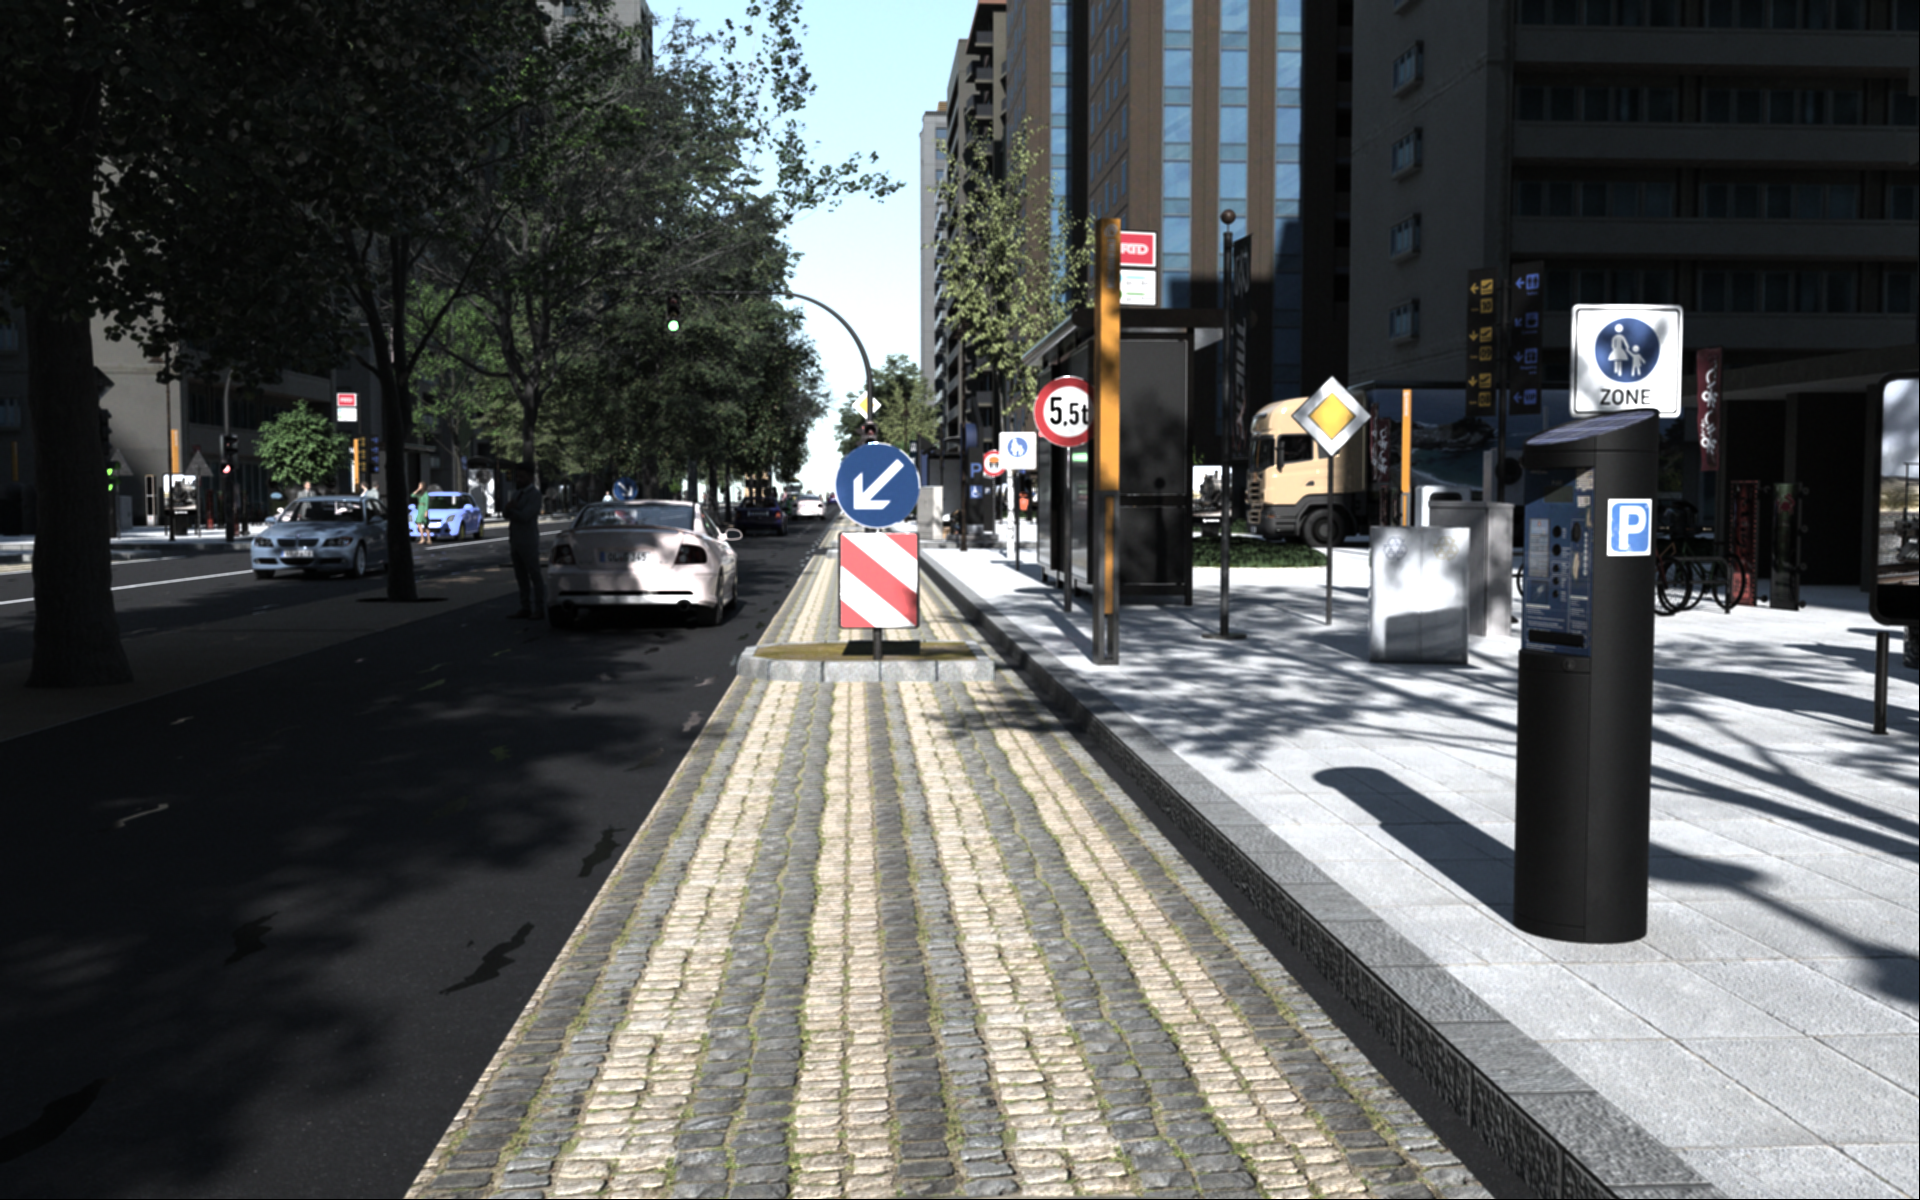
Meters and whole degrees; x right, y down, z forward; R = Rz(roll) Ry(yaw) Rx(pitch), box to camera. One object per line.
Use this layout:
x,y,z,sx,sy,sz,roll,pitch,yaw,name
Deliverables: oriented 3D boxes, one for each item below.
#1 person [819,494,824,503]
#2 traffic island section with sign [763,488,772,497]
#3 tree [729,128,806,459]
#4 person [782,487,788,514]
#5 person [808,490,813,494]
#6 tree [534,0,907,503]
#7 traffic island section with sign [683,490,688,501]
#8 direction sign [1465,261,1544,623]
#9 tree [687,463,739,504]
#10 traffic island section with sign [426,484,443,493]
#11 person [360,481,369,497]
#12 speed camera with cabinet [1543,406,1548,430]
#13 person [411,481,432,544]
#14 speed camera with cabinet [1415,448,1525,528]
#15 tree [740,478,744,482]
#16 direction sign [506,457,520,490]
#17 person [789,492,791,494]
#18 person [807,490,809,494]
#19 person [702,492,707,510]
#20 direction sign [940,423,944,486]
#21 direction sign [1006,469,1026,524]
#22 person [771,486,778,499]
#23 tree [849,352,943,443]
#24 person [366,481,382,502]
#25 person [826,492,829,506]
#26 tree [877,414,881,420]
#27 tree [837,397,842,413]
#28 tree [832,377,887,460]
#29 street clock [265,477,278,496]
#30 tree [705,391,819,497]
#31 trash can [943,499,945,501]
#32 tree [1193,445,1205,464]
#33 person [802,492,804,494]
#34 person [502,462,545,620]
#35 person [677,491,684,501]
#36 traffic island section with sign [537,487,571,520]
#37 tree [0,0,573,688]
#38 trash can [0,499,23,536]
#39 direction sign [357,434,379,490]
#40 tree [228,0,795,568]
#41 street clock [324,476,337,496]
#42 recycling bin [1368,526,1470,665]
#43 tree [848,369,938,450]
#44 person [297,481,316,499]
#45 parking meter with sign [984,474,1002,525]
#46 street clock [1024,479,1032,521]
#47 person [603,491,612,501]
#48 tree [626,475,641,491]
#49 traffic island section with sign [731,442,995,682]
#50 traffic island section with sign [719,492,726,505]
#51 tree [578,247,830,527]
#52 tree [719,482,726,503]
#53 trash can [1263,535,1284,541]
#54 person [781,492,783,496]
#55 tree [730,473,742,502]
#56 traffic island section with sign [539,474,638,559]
-10.802,-7.469,133.885,0.557,1.426,1.065,-3,4,-39,person
-13.527,-6.930,121.440,2.006,1.907,1.989,0,4,-4,traffic island section with sign
-9.031,-8.644,50.441,9.857,13.997,8.962,0,3,0,tree
-9.770,-5.368,96.282,0.388,1.821,0.555,-1,4,-19,person
-12.572,-8.389,145.757,1.348,1.812,0.705,0,4,6,person
-8.666,-12.522,63.085,12.611,20.169,13.585,0,3,0,tree
-27.321,-10.048,172.910,1.989,1.847,2.006,0,4,-4,traffic island section with sign
5.393,-1.544,17.239,0.379,3.537,0.876,-2,4,-35,direction sign
-34.449,-19.365,234.750,7.486,12.596,7.792,0,3,0,tree
-20.861,-3.662,68.506,1.989,1.847,2.006,0,4,-4,traffic island section with sign
-18.200,-2.733,53.200,0.654,1.822,0.581,-2,4,-27,person
13.880,-2.749,39.286,2.038,3.252,0.660,0,4,0,speed camera with cabinet
-15.254,-2.479,49.287,0.600,1.795,0.529,3,5,39,person
10.178,-2.462,34.583,2.038,3.252,0.660,0,4,-1,speed camera with cabinet
-35.566,-21.236,265.341,7.486,12.596,7.792,0,3,0,tree
-27.590,-7.035,107.016,0.876,3.537,0.379,0,4,2,direction sign
-22.349,-13.323,227.042,1.217,1.736,0.721,-3,5,-42,person
-15.127,-10.053,172.883,1.348,1.822,0.705,3,5,39,person
-22.414,-8.663,151.616,0.415,1.643,0.593,-3,4,-36,person
-0.582,-3.885,55.519,0.379,3.537,0.876,0,4,6,direction sign
2.362,-4.967,73.212,0.876,3.537,0.379,-1,4,-13,direction sign
-9.338,-4.793,86.873,0.388,1.821,0.555,2,4,26,person
-4.797,-13.505,138.927,7.486,12.596,7.792,0,3,0,tree
-16.687,-2.498,49.435,0.635,1.810,0.391,2,4,32,person
-15.847,-12.033,205.957,0.721,1.735,1.217,0,4,-1,person
-6.032,-12.273,151.027,4.360,8.622,3.978,0,3,0,tree
-11.532,-10.567,85.593,12.009,13.543,11.850,0,3,0,tree
-8.935,-16.993,184.484,9.857,13.997,8.962,0,3,0,tree
-29.582,-4.276,74.489,0.358,2.002,0.471,2,4,35,street clock
-12.884,-10.508,108.670,8.767,10.594,7.601,0,4,-4,tree
-0.827,-2.612,54.366,0.748,1.137,0.748,0,3,0,trash can
9.162,-4.500,68.183,1.663,3.219,1.824,0,3,0,tree
-20.792,-13.423,228.692,1.217,1.736,0.721,0,4,6,person
-5.020,-0.681,19.811,0.511,1.800,0.466,2,4,29,person
-24.539,-8.733,151.999,0.721,1.736,1.217,-3,5,-40,person
-22.523,-5.308,95.410,1.989,1.847,2.006,0,4,-4,traffic island section with sign
-6.586,-6.323,12.497,9.857,13.997,8.962,0,3,0,tree
-29.128,-2.538,53.156,0.748,1.137,0.748,0,3,0,trash can
-22.427,-4.508,65.699,0.379,3.537,0.876,3,5,40,direction sign
-8.468,-7.393,33.699,12.009,13.543,11.850,0,3,0,tree
-25.423,-4.001,69.978,0.471,2.002,0.358,-1,4,-9,street clock
3.542,-0.052,13.409,0.722,1.027,0.722,1,4,12,recycling bin
-5.000,-11.892,128.850,7.601,10.594,8.767,0,4,8,tree
-18.783,-2.523,49.847,0.767,1.812,0.694,3,5,43,person
1.020,-4.655,72.371,1.738,3.016,0.543,-2,4,-29,parking meter with sign
3.291,-4.738,82.030,0.358,2.002,0.471,-3,5,-40,street clock
-21.352,-5.794,105.041,0.589,1.601,0.330,0,4,-3,person
-28.909,-9.704,153.257,1.663,3.219,1.824,0,3,0,tree
-0.783,-0.332,14.049,1.989,1.847,2.006,0,4,-4,traffic island section with sign
-30.750,-13.436,228.301,1.989,1.847,2.006,0,4,-4,traffic island section with sign
-10.645,-9.476,74.403,9.611,12.733,9.660,0,3,0,tree
-34.788,-15.863,253.955,1.663,3.219,1.824,0,3,0,tree
8.639,-2.201,47.639,0.748,1.137,0.748,0,3,0,trash can
-28.421,-16.314,275.951,1.217,1.735,0.721,-3,4,-38,person
-35.919,-19.820,274.426,4.737,8.622,4.395,0,3,0,tree
-8.426,-1.891,39.052,2.006,1.907,1.989,0,4,-4,traffic island section with sign
